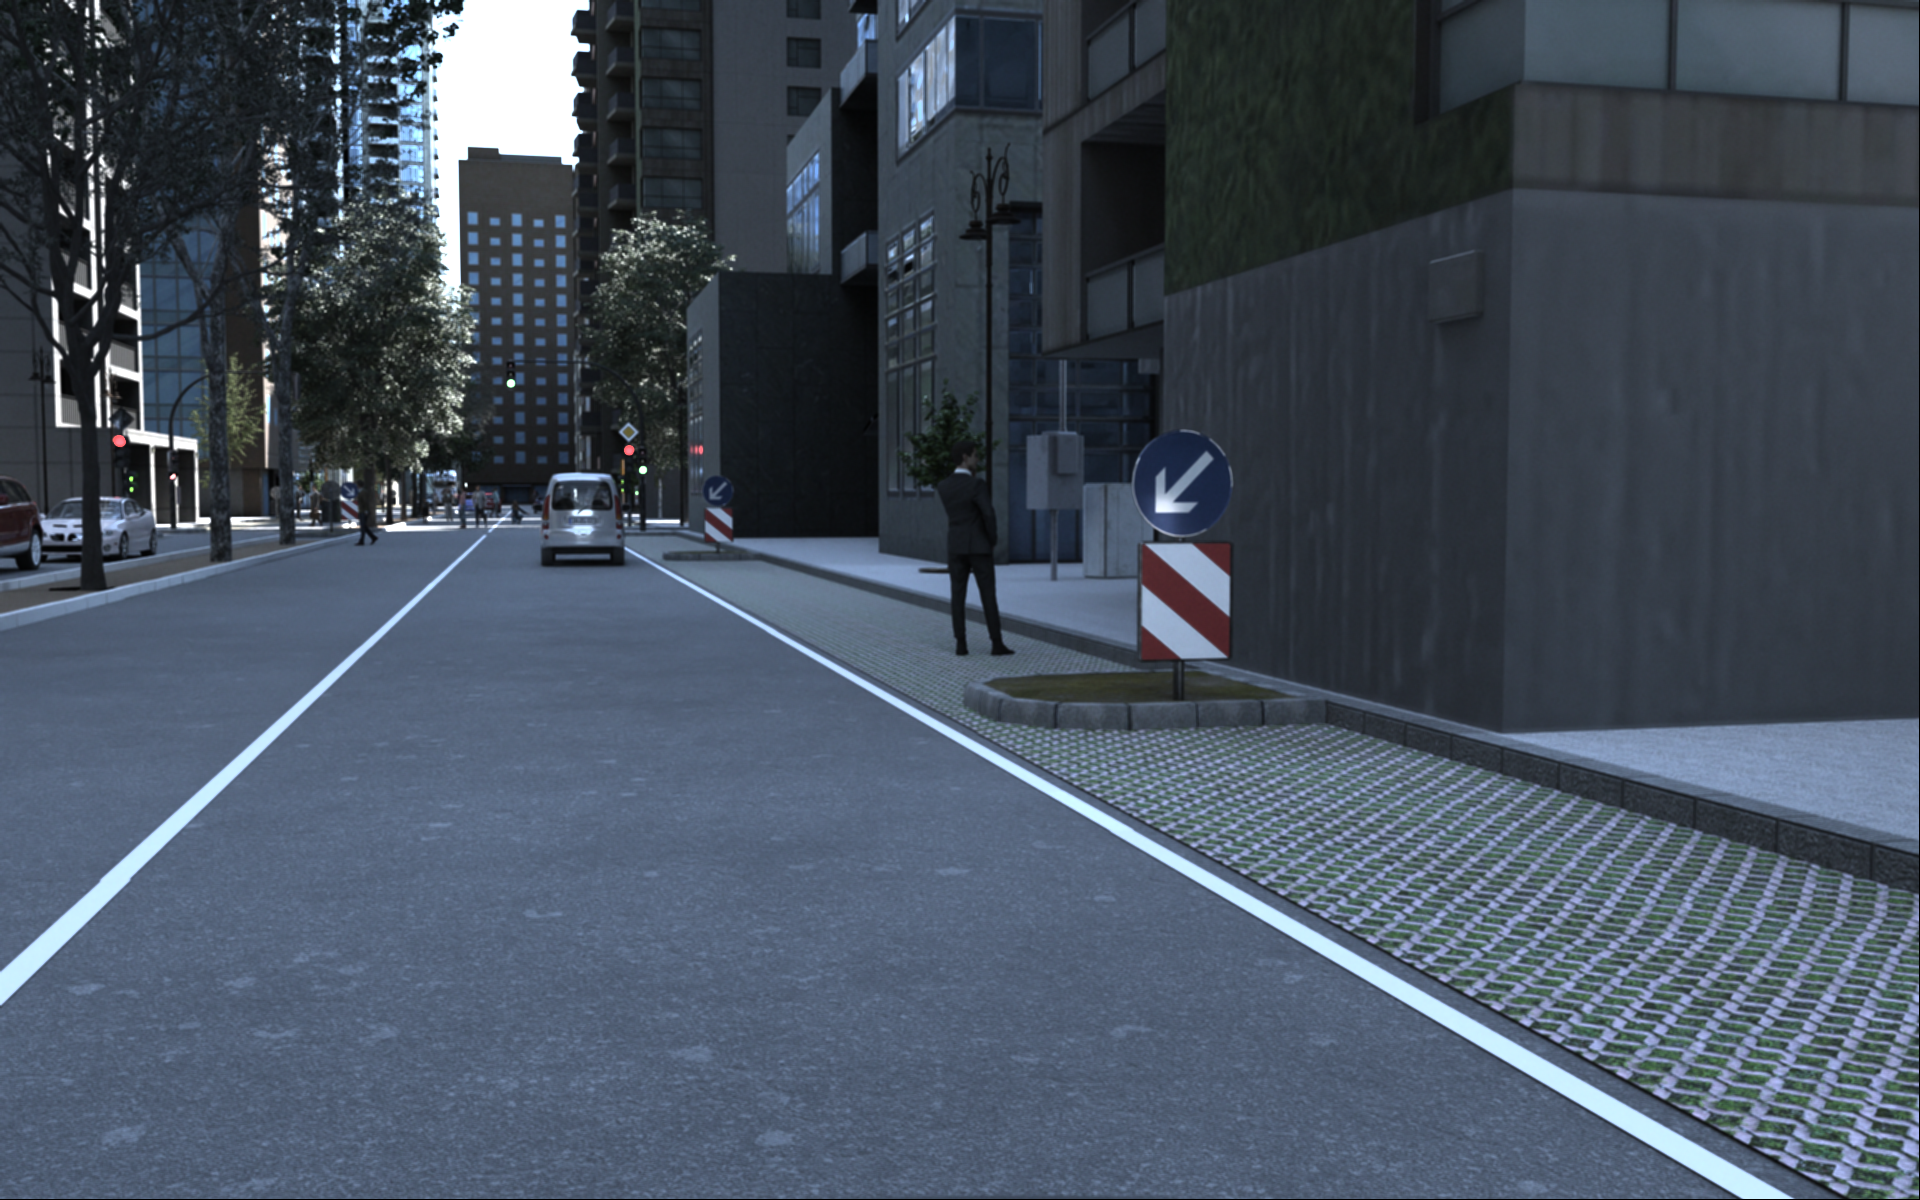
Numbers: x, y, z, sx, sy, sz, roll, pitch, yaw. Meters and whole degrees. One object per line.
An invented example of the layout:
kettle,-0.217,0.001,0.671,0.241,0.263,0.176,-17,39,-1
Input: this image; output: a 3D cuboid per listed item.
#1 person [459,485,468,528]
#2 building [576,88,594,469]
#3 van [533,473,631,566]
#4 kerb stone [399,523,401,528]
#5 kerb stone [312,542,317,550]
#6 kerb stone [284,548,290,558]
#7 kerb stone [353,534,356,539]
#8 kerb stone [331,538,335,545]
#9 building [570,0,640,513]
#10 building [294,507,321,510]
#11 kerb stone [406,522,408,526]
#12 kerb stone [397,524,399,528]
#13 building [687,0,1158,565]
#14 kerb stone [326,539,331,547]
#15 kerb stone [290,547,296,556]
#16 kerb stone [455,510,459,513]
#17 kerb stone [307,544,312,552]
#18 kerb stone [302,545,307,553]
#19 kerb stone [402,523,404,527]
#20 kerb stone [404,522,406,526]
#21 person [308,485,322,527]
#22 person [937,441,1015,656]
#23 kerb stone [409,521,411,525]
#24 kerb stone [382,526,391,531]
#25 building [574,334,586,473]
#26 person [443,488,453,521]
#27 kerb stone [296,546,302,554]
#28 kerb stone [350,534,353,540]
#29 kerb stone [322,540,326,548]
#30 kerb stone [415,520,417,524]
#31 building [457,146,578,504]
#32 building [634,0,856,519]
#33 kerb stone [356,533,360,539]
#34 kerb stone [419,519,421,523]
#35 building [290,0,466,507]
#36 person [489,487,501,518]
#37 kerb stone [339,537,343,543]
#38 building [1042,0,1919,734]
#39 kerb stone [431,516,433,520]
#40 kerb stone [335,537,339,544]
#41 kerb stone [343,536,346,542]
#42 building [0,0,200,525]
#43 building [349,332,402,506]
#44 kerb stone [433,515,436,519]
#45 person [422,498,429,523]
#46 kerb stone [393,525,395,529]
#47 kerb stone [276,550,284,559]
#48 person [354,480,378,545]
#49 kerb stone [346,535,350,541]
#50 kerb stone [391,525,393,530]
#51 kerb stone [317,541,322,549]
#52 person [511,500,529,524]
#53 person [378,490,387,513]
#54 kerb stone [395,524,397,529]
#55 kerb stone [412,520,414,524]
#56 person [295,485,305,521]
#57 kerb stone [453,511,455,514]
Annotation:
person,-20.754,-3.902,72.315,0.388,1.821,0.555,-1,4,-21
building,-32.021,-32.475,181.084,14.600,45.320,14.200,-1,4,-14
van,-7.846,-1.772,35.989,2.013,2.044,4.112,-1,4,-12
kerb stone,-23.586,-3.070,72.415,0.120,0.150,1.000,-1,4,-14
kerb stone,-16.546,-1.337,44.058,0.120,0.150,1.000,-1,4,-14
kerb stone,-15.308,-1.034,39.094,0.120,0.150,1.000,-1,4,-14
kerb stone,-19.021,-1.946,54.012,0.120,0.150,1.000,-1,4,-14
kerb stone,-17.537,-1.579,48.044,0.120,0.150,1.000,-1,4,-14
building,-17.304,-28.984,128.514,22.147,44.769,28.867,-1,4,-14
building,-63.527,-51.007,146.630,22.319,86.520,31.000,-1,4,-14
kerb stone,-24.582,-3.316,76.412,0.120,0.150,1.000,-1,4,-14
kerb stone,-23.346,-3.011,71.421,0.120,0.150,1.000,-1,4,-14
building,5.074,-44.828,45.608,22.319,86.520,31.000,-1,4,-14
kerb stone,-17.282,-1.518,47.042,0.120,0.150,1.000,-1,4,-14
kerb stone,-15.554,-1.088,40.086,0.120,0.150,1.000,-1,4,-14
kerb stone,-38.684,-6.782,133.188,0.120,0.150,1.000,-1,4,-14
kerb stone,-16.294,-1.272,43.067,0.120,0.150,1.000,-1,4,-14
kerb stone,-16.047,-1.216,42.072,0.120,0.150,1.000,-1,4,-14
kerb stone,-24.087,-3.191,74.414,0.120,0.150,1.000,-1,4,-14
kerb stone,-24.335,-3.252,75.413,0.120,0.150,1.000,-1,4,-14
person,-28.225,-4.125,75.910,0.622,1.834,0.822,3,5,40
person,0.121,-0.460,15.381,0.648,1.900,0.474,2,4,30
kerb stone,-25.080,-3.438,78.407,0.120,0.150,1.000,-1,4,-14
kerb stone,-22.360,-2.765,67.450,0.120,0.150,1.000,-1,4,-14
building,-30.956,-21.973,204.293,27.650,21.520,28.899,-1,4,-14
person,-27.198,-5.078,92.069,0.519,1.759,0.362,-3,4,-36
kerb stone,-15.804,-1.155,41.079,0.120,0.150,1.000,-1,4,-14
kerb stone,-18.768,-1.885,53.016,0.120,0.150,1.000,-1,4,-14
kerb stone,-17.042,-1.458,46.041,0.120,0.150,1.000,-1,4,-14
kerb stone,-26.072,-3.682,82.401,0.120,0.150,1.000,-1,4,-14
building,-57.863,-35.289,227.085,14.200,45.320,14.600,-1,4,-14
building,-11.191,-19.925,97.481,14.160,30.474,14.107,-1,4,-14
kerb stone,-19.263,-2.006,55.012,0.120,0.150,1.000,-1,4,-14
kerb stone,-26.817,-3.865,85.388,0.120,0.150,1.000,-1,4,-14
building,-80.953,-55.751,224.204,31.000,86.520,22.319,-1,4,-14
person,-27.725,-5.800,103.195,0.748,1.841,0.638,-2,4,-25
kerb stone,-18.029,-1.703,50.034,0.120,0.150,1.000,-1,4,-14
building,8.062,-20.350,16.321,14.154,41.232,14.086,-1,4,-14
kerb stone,-29.533,-4.536,96.352,0.120,0.150,1.000,-1,4,-14
kerb stone,-17.775,-1.642,49.038,0.120,0.150,1.000,-1,4,-14
kerb stone,-18.267,-1.763,51.028,0.120,0.150,1.000,-1,4,-14
building,-43.113,-38.584,69.109,20.563,71.187,20.611,-1,4,-14
building,-78.347,-21.271,192.826,28.899,21.520,27.650,-1,4,-14
kerb stone,-30.283,-4.718,99.342,0.120,0.150,1.000,-1,4,-14
person,-26.207,-4.387,84.901,0.362,1.253,0.373,0,4,4
kerb stone,-22.850,-2.887,69.435,0.120,0.150,1.000,-1,4,-14
kerb stone,-15.063,-0.973,38.102,0.120,0.150,1.000,-1,4,-14
person,-16.743,-2.463,48.673,0.656,1.842,0.836,2,4,33
kerb stone,-18.522,-1.820,52.018,0.120,0.150,1.000,-1,4,-14
kerb stone,-22.602,-2.829,68.443,0.120,0.150,1.000,-1,4,-14
kerb stone,-16.796,-1.395,45.049,0.120,0.150,1.000,-1,4,-14
person,-20.993,-4.185,82.424,1.012,1.151,0.738,-3,5,-39
person,-43.249,-7.385,129.637,0.661,1.777,0.834,0,4,4
kerb stone,-23.088,-2.950,70.432,0.120,0.150,1.000,-1,4,-14
kerb stone,-25.574,-3.560,80.394,0.120,0.150,1.000,-1,4,-14
person,-35.224,-5.175,92.472,0.474,1.900,0.648,-1,4,-9
kerb stone,-36.463,-6.239,124.239,0.120,0.150,1.000,-1,4,-14
